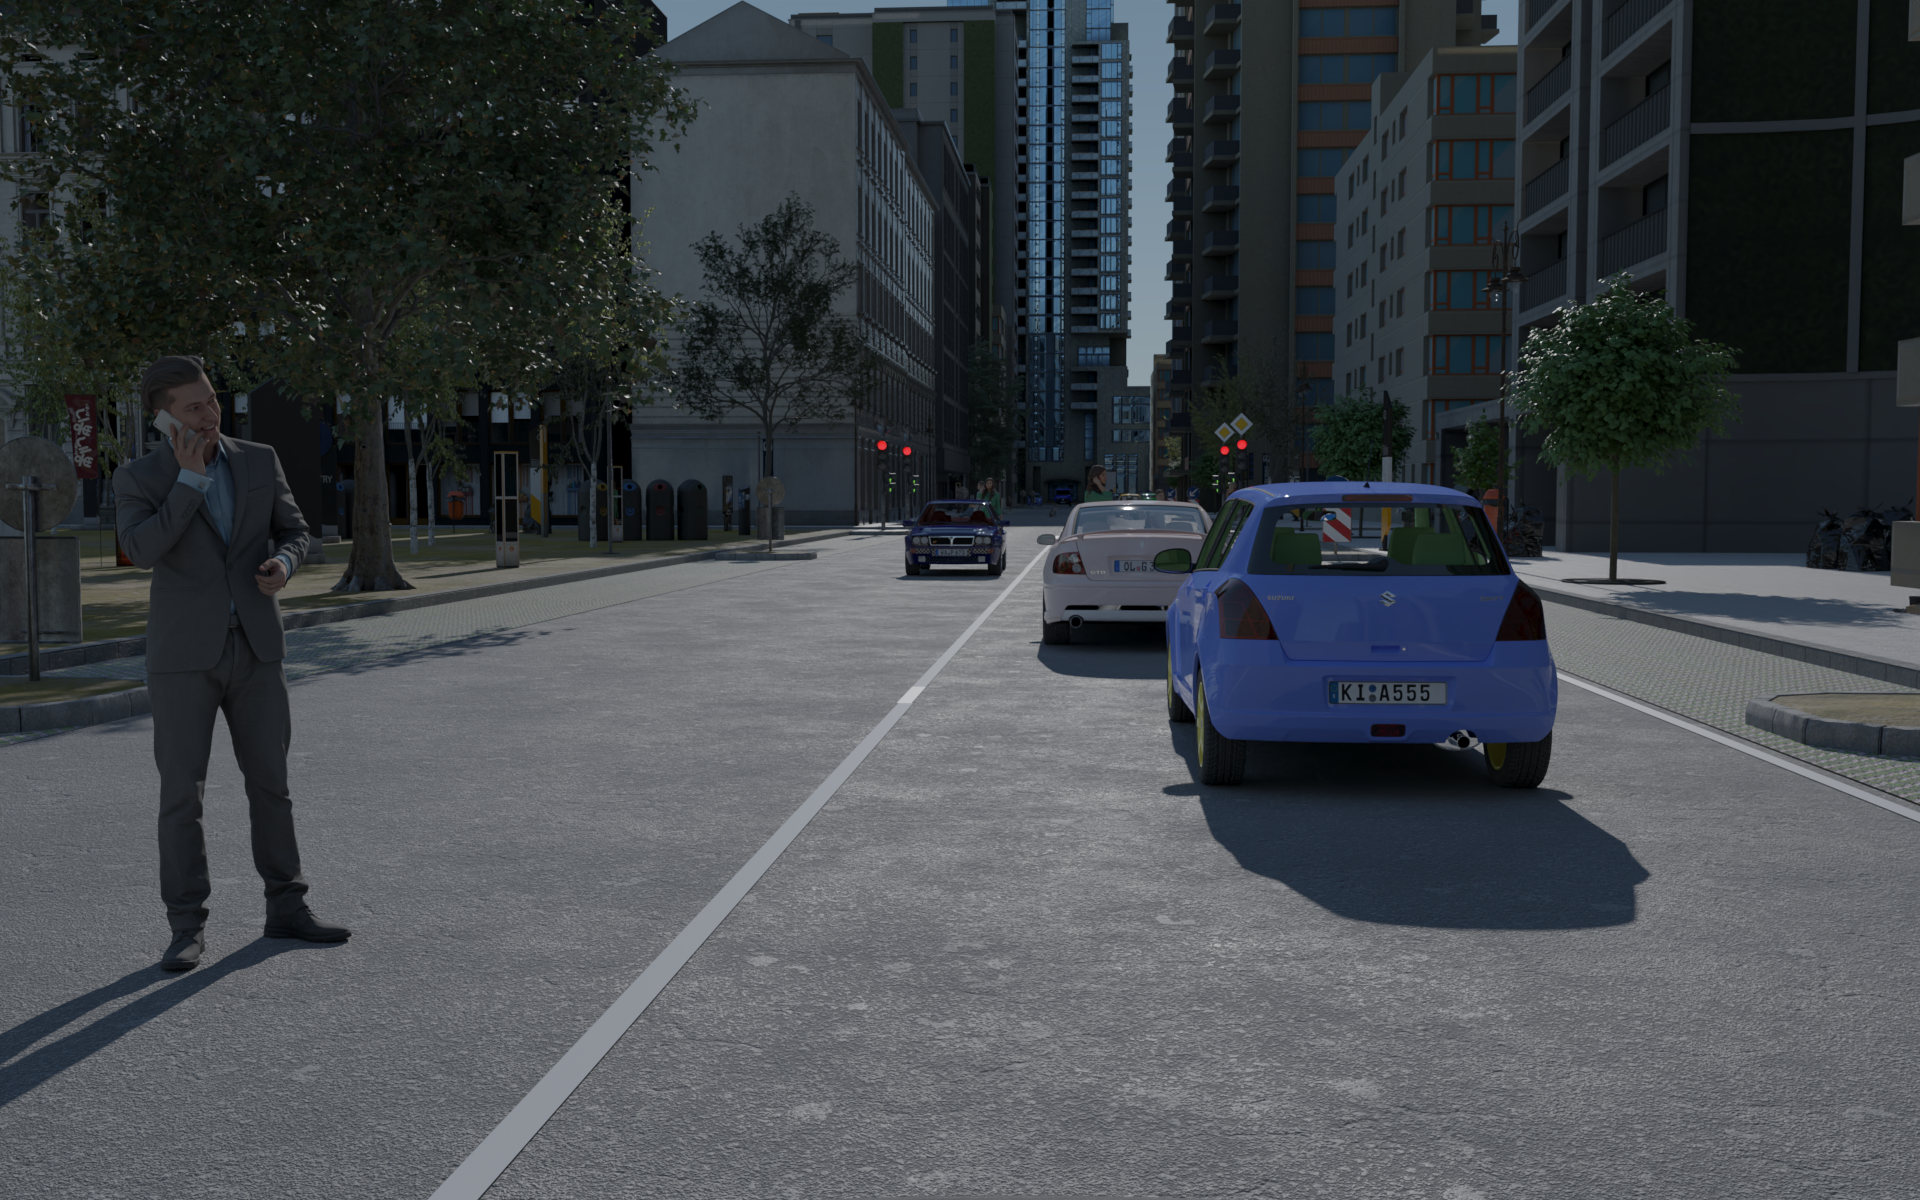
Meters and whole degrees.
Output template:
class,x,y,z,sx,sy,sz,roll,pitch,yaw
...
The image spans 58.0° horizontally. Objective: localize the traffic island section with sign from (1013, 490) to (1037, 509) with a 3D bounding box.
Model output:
class,x,y,z,sx,sy,sz,roll,pitch,yaw
traffic island section with sign,6.260,-9.907,170.615,1.989,1.847,2.006,0,4,4

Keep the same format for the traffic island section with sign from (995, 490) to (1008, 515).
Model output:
class,x,y,z,sx,sy,sz,roll,pitch,yaw
traffic island section with sign,2.349,-6.876,121.053,1.989,1.847,2.006,0,4,4

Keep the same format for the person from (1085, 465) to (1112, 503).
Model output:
class,x,y,z,sx,sy,sz,roll,pitch,yaw
person,1.725,-0.807,21.942,0.529,1.795,0.600,1,4,15

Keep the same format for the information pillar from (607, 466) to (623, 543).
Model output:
class,x,y,z,sx,sy,sz,roll,pitch,yaw
information pillar,-9.106,-2.523,45.747,0.304,2.012,0.304,-2,4,-35

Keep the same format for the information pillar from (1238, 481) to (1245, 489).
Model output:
class,x,y,z,sx,sy,sz,roll,pitch,yaw
information pillar,16.231,-5.826,99.750,0.304,2.012,0.304,2,4,25

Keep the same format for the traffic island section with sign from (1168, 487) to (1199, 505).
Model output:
class,x,y,z,sx,sy,sz,roll,pitch,yaw
traffic island section with sign,12.328,-5.141,92.687,1.989,1.847,2.006,0,4,4

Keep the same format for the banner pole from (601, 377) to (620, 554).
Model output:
class,x,y,z,sx,sy,sz,roll,pitch,yaw
banner pole,-7.525,-2.891,37.287,0.401,3.779,0.863,0,4,-6

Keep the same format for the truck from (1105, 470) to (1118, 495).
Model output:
class,x,y,z,sx,sy,sz,roll,pitch,yaw
truck,17.273,-13.193,204.615,2.839,4.237,11.283,0,4,5

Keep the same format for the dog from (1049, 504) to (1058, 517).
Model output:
class,x,y,z,sx,sy,sz,roll,pitch,yaw
dog,5.744,-5.629,108.870,0.800,0.831,0.513,0,4,7

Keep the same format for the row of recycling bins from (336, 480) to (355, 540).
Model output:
class,x,y,z,sx,sy,sz,roll,pitch,yaw
row of recycling bins,-17.621,-2.576,49.232,1.069,1.692,3.534,1,4,16

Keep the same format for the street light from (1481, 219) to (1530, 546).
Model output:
class,x,y,z,sx,sy,sz,roll,pitch,yaw
street light,9.234,-3.467,29.477,0.468,5.910,1.993,0,4,4

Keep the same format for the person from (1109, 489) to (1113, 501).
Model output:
class,x,y,z,sx,sy,sz,roll,pitch,yaw
person,11.011,-7.229,126.966,0.793,1.790,0.793,-3,5,-43

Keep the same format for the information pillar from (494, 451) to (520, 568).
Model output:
class,x,y,z,sx,sy,sz,roll,pitch,yaw
information pillar,-7.863,-1.564,30.058,0.304,2.012,0.304,-3,5,-43

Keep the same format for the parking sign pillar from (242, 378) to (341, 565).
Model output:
class,x,y,z,sx,sy,sz,roll,pitch,yaw
parking sign pillar,-12.483,-2.654,31.872,1.447,3.967,1.447,3,5,44

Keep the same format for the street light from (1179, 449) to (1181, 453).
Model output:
class,x,y,z,sx,sy,sz,roll,pitch,yaw
street light,18.173,-10.364,142.242,0.468,5.910,1.993,0,4,4

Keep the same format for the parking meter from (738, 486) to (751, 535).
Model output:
class,x,y,z,sx,sy,sz,roll,pitch,yaw
parking meter,-6.728,-2.790,54.032,0.372,1.533,0.369,0,3,0

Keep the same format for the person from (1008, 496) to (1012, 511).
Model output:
class,x,y,z,sx,sy,sz,roll,pitch,yaw
person,4.124,-8.018,144.257,0.373,1.253,0.362,-1,4,-9

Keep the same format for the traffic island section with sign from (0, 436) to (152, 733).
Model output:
class,x,y,z,sx,sy,sz,roll,pitch,yaw
traffic island section with sign,-6.313,-0.153,11.137,1.989,1.847,2.006,0,4,4

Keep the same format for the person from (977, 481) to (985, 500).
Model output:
class,x,y,z,sx,sy,sz,roll,pitch,yaw
person,0.691,-2.612,51.298,0.391,1.810,0.635,2,4,33

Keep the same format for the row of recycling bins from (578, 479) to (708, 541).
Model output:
class,x,y,z,sx,sy,sz,roll,pitch,yaw
row of recycling bins,-8.751,-2.488,47.797,3.534,1.692,1.069,-1,4,-20

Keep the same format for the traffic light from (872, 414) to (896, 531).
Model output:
class,x,y,z,sx,sy,sz,roll,pitch,yaw
traffic light,-2.679,-4.398,60.827,0.839,4.253,0.868,0,4,4

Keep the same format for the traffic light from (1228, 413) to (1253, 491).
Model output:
class,x,y,z,sx,sy,sz,roll,pitch,yaw
traffic light,9.695,-4.339,59.871,0.839,4.253,0.868,0,4,4

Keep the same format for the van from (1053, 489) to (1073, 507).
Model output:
class,x,y,z,sx,sy,sz,roll,pitch,yaw
van,11.574,-11.619,194.351,2.240,2.365,5.245,0,4,4

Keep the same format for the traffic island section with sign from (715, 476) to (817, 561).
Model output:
class,x,y,z,sx,sy,sz,roll,pitch,yaw
traffic island section with sign,-4.197,-1.797,38.009,1.989,1.847,2.006,0,4,4

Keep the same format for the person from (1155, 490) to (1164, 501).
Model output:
class,x,y,z,sx,sy,sz,roll,pitch,yaw
person,3.509,-1.187,30.506,0.523,1.515,0.503,0,4,0

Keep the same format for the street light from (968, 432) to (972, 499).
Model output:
class,x,y,z,sx,sy,sz,roll,pitch,yaw
street light,0.707,-9.579,129.401,0.468,5.910,1.993,0,4,4

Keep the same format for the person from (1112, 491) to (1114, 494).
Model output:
class,x,y,z,sx,sy,sz,roll,pitch,yaw
person,15.942,-10.604,181.500,1.348,1.869,0.705,0,3,0

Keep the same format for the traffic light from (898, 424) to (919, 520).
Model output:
class,x,y,z,sx,sy,sz,roll,pitch,yaw
traffic light,-2.052,-4.885,68.788,0.839,4.253,0.868,0,4,4

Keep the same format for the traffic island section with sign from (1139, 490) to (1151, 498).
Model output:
class,x,y,z,sx,sy,sz,roll,pitch,yaw
traffic island section with sign,20.584,-11.548,197.437,1.989,1.847,2.006,0,4,4

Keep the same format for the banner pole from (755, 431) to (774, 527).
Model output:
class,x,y,z,sx,sy,sz,roll,pitch,yaw
banner pole,-7.735,-4.802,68.530,0.863,3.779,0.401,-2,4,-31

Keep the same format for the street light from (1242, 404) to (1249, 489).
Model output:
class,x,y,z,sx,sy,sz,roll,pitch,yaw
street light,13.475,-6.694,82.228,0.468,5.910,1.993,0,4,4

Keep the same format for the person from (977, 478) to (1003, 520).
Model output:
class,x,y,z,sx,sy,sz,roll,pitch,yaw
person,0.675,-1.873,39.374,0.600,1.795,0.529,0,3,0

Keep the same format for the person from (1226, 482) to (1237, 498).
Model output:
class,x,y,z,sx,sy,sz,roll,pitch,yaw
person,8.971,-2.975,57.114,0.573,1.828,0.580,-1,4,-20

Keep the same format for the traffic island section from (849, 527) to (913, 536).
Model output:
class,x,y,z,sx,sy,sz,roll,pitch,yaw
traffic island section,-2.718,-2.366,60.965,2.009,0.180,2.903,0,4,4

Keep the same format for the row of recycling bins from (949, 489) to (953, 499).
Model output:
class,x,y,z,sx,sy,sz,roll,pitch,yaw
row of recycling bins,-2.319,-7.677,132.623,3.534,1.692,1.069,0,4,-3

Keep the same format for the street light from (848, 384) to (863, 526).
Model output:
class,x,y,z,sx,sy,sz,roll,pitch,yaw
street light,-4.191,-5.923,69.628,0.468,5.910,1.993,0,4,4

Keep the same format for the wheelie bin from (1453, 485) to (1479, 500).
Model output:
class,x,y,z,sx,sy,sz,roll,pitch,yaw
wheelie bin,12.903,-2.230,44.362,0.693,1.594,0.980,-1,4,-22

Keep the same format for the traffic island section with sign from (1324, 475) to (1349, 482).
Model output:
class,x,y,z,sx,sy,sz,roll,pitch,yaw
traffic island section with sign,7.983,-1.778,37.692,1.989,1.847,2.006,0,4,4

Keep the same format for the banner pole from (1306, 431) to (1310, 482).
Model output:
class,x,y,z,sx,sy,sz,roll,pitch,yaw
banner pole,13.685,-4.782,68.195,0.401,3.779,0.863,1,4,12

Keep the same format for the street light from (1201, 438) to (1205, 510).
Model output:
class,x,y,z,sx,sy,sz,roll,pitch,yaw
street light,15.892,-8.543,112.473,0.468,5.910,1.993,0,4,4

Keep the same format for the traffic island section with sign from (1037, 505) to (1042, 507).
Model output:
class,x,y,z,sx,sy,sz,roll,pitch,yaw
traffic island section with sign,8.371,-11.551,197.487,1.989,1.847,2.006,0,4,4

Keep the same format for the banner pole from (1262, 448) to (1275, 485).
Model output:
class,x,y,z,sx,sy,sz,roll,pitch,yaw
banner pole,16.650,-6.310,93.182,0.863,3.779,0.401,0,4,-1

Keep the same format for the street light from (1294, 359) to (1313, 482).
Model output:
class,x,y,z,sx,sy,sz,roll,pitch,yaw
street light,11.729,-5.287,59.229,0.468,5.910,1.993,0,4,4

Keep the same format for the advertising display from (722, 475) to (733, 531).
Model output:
class,x,y,z,sx,sy,sz,roll,pitch,yaw
advertising display,-8.026,-3.340,59.829,0.123,1.923,0.974,0,4,7

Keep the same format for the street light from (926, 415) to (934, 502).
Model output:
class,x,y,z,sx,sy,sz,roll,pitch,yaw
street light,-1.733,-7.759,99.644,0.468,5.910,1.993,0,4,4

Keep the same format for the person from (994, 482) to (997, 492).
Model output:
class,x,y,z,sx,sy,sz,roll,pitch,yaw
person,0.728,-2.314,46.604,0.573,1.790,0.520,-1,4,-14

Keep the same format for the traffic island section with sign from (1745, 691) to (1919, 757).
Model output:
class,x,y,z,sx,sy,sz,roll,pitch,yaw
traffic island section with sign,5.822,-0.094,10.173,1.989,1.847,2.006,0,4,4

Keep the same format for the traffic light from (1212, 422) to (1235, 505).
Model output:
class,x,y,z,sx,sy,sz,roll,pitch,yaw
traffic light,10.323,-4.826,67.832,0.839,4.253,0.868,0,4,4

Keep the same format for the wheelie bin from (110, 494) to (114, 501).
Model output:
class,x,y,z,sx,sy,sz,roll,pitch,yaw
wheelie bin,-19.945,-2.069,41.738,0.980,1.594,0.693,-1,4,-15

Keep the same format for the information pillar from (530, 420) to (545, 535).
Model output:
class,x,y,z,sx,sy,sz,roll,pitch,yaw
information pillar,-13.285,-3.869,54.611,0.504,3.616,0.183,0,4,-6

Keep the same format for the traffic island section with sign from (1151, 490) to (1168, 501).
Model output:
class,x,y,z,sx,sy,sz,roll,pitch,yaw
traffic island section with sign,14.476,-6.809,119.956,1.989,1.847,2.006,0,4,4

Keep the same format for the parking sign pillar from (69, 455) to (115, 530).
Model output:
class,x,y,z,sx,sy,sz,roll,pitch,yaw
parking sign pillar,-30.954,-4.476,61.651,1.447,3.967,1.447,-1,4,-22

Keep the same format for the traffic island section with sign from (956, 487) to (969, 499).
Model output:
class,x,y,z,sx,sy,sz,roll,pitch,yaw
traffic island section with sign,0.182,-5.192,93.516,1.989,1.847,2.006,0,4,4

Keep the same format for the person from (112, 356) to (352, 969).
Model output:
class,x,y,z,sx,sy,sz,roll,pitch,yaw
person,-2.237,0.181,5.342,0.655,1.846,0.447,-3,5,-44

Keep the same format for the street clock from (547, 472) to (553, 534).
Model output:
class,x,y,z,sx,sy,sz,roll,pitch,yaw
street clock,-13.225,-3.123,55.631,0.358,2.002,0.471,-1,4,-17
